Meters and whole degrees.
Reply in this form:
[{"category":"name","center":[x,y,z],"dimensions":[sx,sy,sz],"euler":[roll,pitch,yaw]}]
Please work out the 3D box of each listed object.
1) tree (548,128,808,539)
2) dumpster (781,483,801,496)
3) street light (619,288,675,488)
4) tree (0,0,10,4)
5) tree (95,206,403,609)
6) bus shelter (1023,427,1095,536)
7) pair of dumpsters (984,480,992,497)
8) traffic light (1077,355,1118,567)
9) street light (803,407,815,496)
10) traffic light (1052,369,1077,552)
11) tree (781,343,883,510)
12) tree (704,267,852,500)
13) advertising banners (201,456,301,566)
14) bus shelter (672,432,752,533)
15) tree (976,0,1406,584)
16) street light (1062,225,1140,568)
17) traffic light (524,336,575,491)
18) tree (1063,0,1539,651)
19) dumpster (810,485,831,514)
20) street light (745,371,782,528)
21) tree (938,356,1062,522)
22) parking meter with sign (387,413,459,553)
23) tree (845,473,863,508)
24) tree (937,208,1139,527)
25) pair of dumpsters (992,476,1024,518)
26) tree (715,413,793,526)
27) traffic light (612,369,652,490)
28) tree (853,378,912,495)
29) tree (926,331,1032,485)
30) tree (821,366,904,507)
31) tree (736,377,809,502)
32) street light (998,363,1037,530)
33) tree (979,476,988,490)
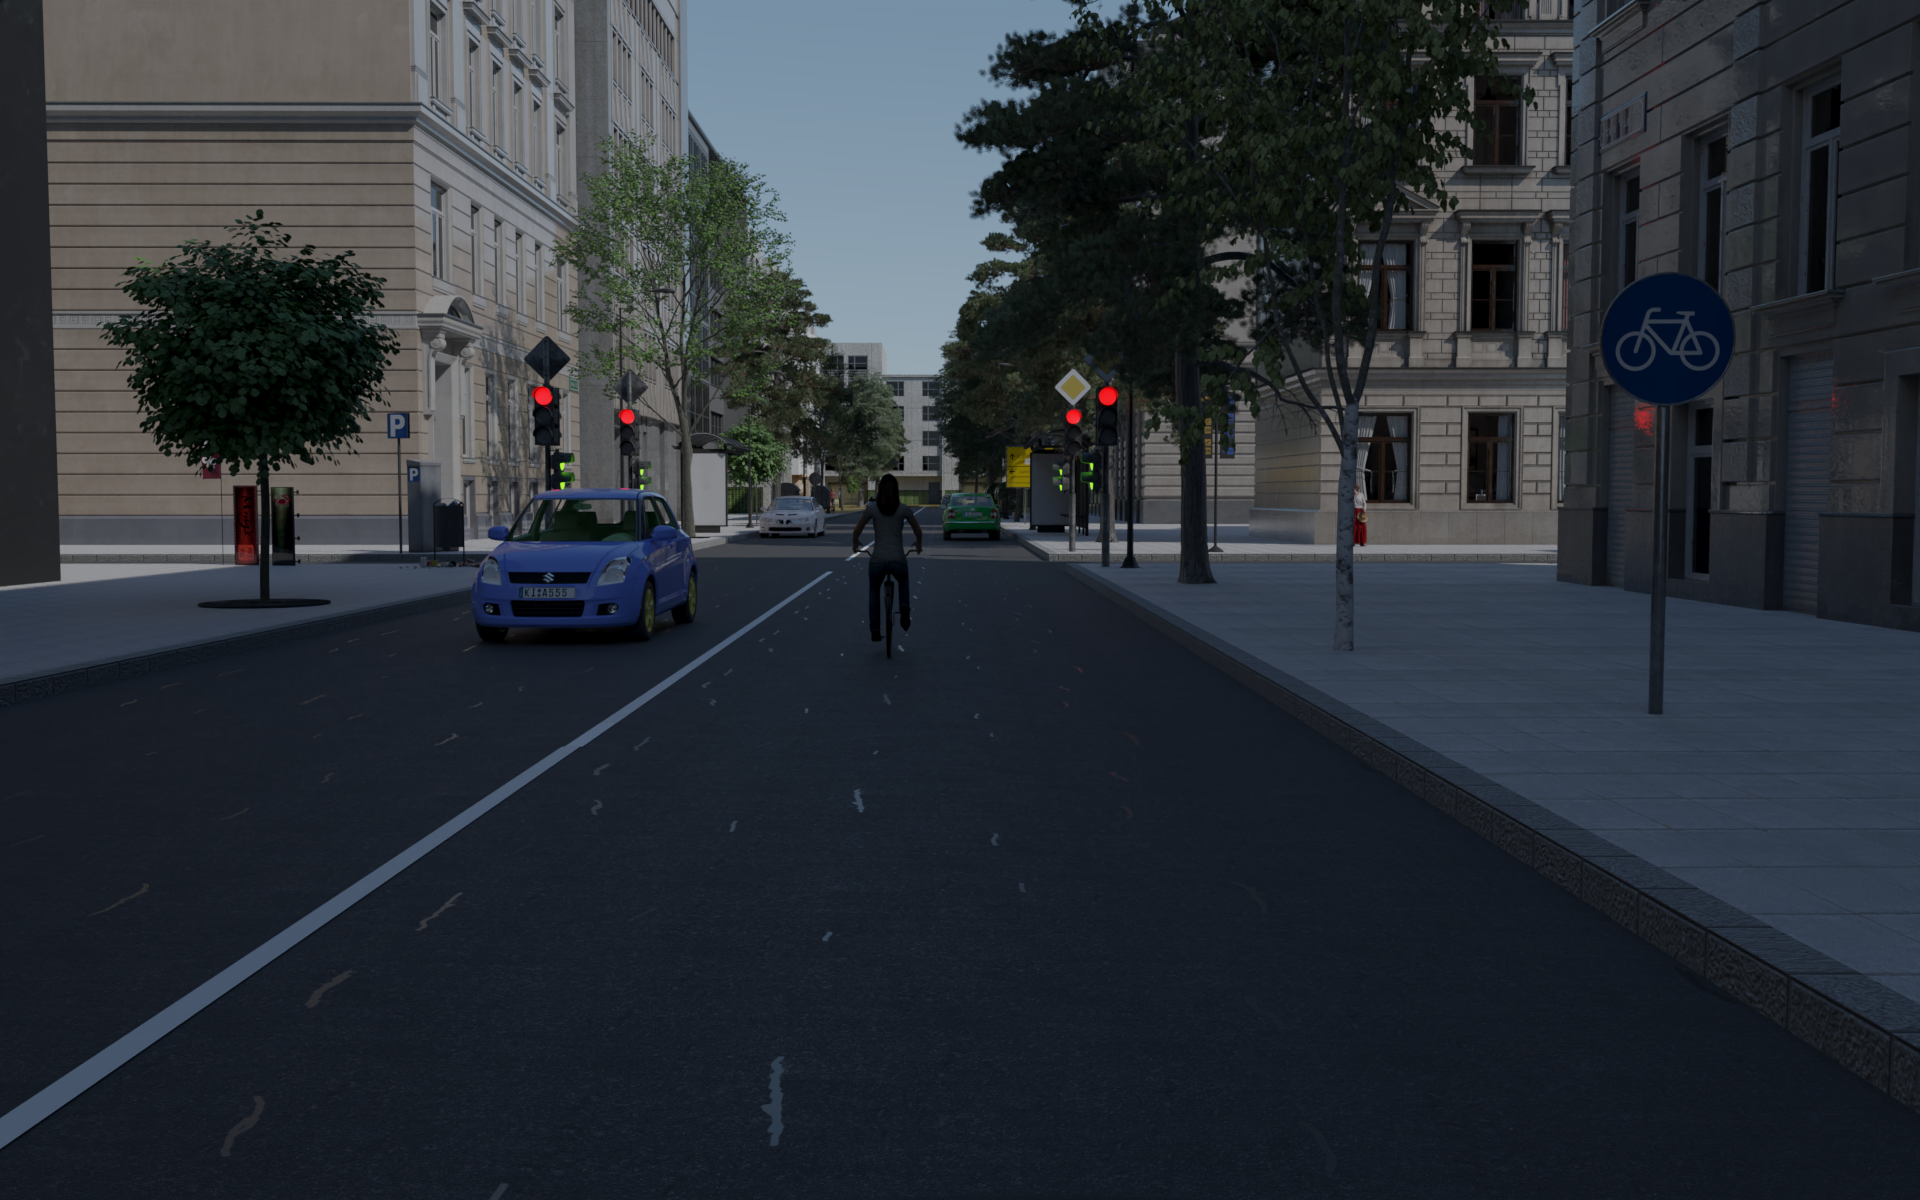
[{"category":"tree","center":[-8.002,-7.601,50.039],"dimensions":[9.928,11.665,9.643],"euler":[0,3,0]},{"category":"dumpster","center":[-8.732,-5.003,87.554],"dimensions":[1.264,1.857,1.865],"euler":[0,4,-1]},{"category":"street light","center":[-7.105,-4.073,39.128],"dimensions":[1.470,5.913,1.316],"euler":[0,4,-1]},{"category":"tree","center":[-8.945,-3.801,12.517],"dimensions":[4.360,8.622,3.978],"euler":[0,3,0]},{"category":"tree","center":[-8.090,-2.211,19.859],"dimensions":[4.285,4.588,4.351],"euler":[0,3,0]},{"category":"bus shelter","center":[3.125,-3.737,55.023],"dimensions":[2.014,3.302,5.546],"euler":[0,4,-1]},{"category":"pair of dumpsters","center":[2.344,-6.534,109.322],"dimensions":[1.574,2.255,4.436],"euler":[0,4,-1]},{"category":"traffic light","center":[2.552,-2.522,30.474],"dimensions":[0.839,4.213,0.868],"euler":[0,4,-1]},{"category":"street light","center":[-7.676,-7.253,91.126],"dimensions":[1.470,5.913,1.316],"euler":[0,4,-1]},{"category":"traffic light","center":[2.478,-3.010,38.459],"dimensions":[0.839,4.213,0.868],"euler":[0,4,-1]},{"category":"tree","center":[-8.220,-10.489,105.903],"dimensions":[7.601,10.594,8.767],"euler":[-2,4,-25]},{"category":"tree","center":[-8.700,-9.816,82.553],"dimensions":[6.751,12.117,7.091],"euler":[0,3,0]},{"category":"advertising banners","center":[-12.819,-2.136,31.110],"dimensions":[2.074,3.025,0.090],"euler":[1,4,13]},{"category":"bus shelter","center":[-8.460,-4.012,59.517],"dimensions":[2.014,3.302,5.546],"euler":[0,4,0]},{"category":"tree","center":[3.301,-6.273,24.623],"dimensions":[6.751,12.117,7.091],"euler":[0,3,0]},{"category":"street light","center":[2.414,-3.509,29.914],"dimensions":[1.470,5.913,1.316],"euler":[0,4,-1]},{"category":"traffic light","center":[-7.209,-2.515,30.368],"dimensions":[0.839,4.213,0.868],"euler":[0,4,-1]},{"category":"tree","center":[3.088,-3.904,14.195],"dimensions":[4.737,8.622,4.395],"euler":[0,3,0]},{"category":"dumpster","center":[-9.103,-6.552,112.889],"dimensions":[1.264,1.857,1.865],"euler":[0,4,-1]},{"category":"street light","center":[-7.407,-5.676,65.342],"dimensions":[1.470,5.913,1.316],"euler":[0,4,-1]},{"category":"tree","center":[2.960,-8.882,79.638],"dimensions":[7.601,10.594,8.767],"euler":[0,4,5]},{"category":"parking meter with sign","center":[-11.747,-2.557,38.062],"dimensions":[0.543,3.016,1.738],"euler":[1,4,23]},{"category":"tree","center":[-9.930,-10.052,158.945],"dimensions":[1.663,3.219,1.824],"euler":[0,3,0]},{"category":"tree","center":[3.144,-9.818,67.952],"dimensions":[7.806,13.903,7.818],"euler":[0,3,0]},{"category":"pair of dumpsters","center":[2.710,-5.553,93.287],"dimensions":[1.574,2.255,4.436],"euler":[0,4,-1]},{"category":"tree","center":[-8.488,-5.243,69.432],"dimensions":[4.285,4.588,4.351],"euler":[0,3,0]},{"category":"traffic light","center":[-7.283,-3.004,38.353],"dimensions":[0.839,4.213,0.868],"euler":[0,4,-1]},{"category":"tree","center":[-9.096,-17.170,188.155],"dimensions":[7.806,13.903,7.818],"euler":[0,3,0]},{"category":"tree","center":[2.297,-13.292,123.972],"dimensions":[9.857,13.997,8.962],"euler":[0,3,0]},{"category":"tree","center":[-10.008,-16.351,173.990],"dimensions":[9.857,13.997,8.962],"euler":[0,3,0]},{"category":"tree","center":[-10.223,-8.786,94.014],"dimensions":[4.360,8.622,3.978],"euler":[0,3,0]},{"category":"street light","center":[2.063,-5.446,61.577],"dimensions":[1.470,5.913,1.316],"euler":[0,4,-1]},{"category":"tree","center":[2.786,-9.710,153.356],"dimensions":[1.663,3.219,1.824],"euler":[0,3,0]}]
